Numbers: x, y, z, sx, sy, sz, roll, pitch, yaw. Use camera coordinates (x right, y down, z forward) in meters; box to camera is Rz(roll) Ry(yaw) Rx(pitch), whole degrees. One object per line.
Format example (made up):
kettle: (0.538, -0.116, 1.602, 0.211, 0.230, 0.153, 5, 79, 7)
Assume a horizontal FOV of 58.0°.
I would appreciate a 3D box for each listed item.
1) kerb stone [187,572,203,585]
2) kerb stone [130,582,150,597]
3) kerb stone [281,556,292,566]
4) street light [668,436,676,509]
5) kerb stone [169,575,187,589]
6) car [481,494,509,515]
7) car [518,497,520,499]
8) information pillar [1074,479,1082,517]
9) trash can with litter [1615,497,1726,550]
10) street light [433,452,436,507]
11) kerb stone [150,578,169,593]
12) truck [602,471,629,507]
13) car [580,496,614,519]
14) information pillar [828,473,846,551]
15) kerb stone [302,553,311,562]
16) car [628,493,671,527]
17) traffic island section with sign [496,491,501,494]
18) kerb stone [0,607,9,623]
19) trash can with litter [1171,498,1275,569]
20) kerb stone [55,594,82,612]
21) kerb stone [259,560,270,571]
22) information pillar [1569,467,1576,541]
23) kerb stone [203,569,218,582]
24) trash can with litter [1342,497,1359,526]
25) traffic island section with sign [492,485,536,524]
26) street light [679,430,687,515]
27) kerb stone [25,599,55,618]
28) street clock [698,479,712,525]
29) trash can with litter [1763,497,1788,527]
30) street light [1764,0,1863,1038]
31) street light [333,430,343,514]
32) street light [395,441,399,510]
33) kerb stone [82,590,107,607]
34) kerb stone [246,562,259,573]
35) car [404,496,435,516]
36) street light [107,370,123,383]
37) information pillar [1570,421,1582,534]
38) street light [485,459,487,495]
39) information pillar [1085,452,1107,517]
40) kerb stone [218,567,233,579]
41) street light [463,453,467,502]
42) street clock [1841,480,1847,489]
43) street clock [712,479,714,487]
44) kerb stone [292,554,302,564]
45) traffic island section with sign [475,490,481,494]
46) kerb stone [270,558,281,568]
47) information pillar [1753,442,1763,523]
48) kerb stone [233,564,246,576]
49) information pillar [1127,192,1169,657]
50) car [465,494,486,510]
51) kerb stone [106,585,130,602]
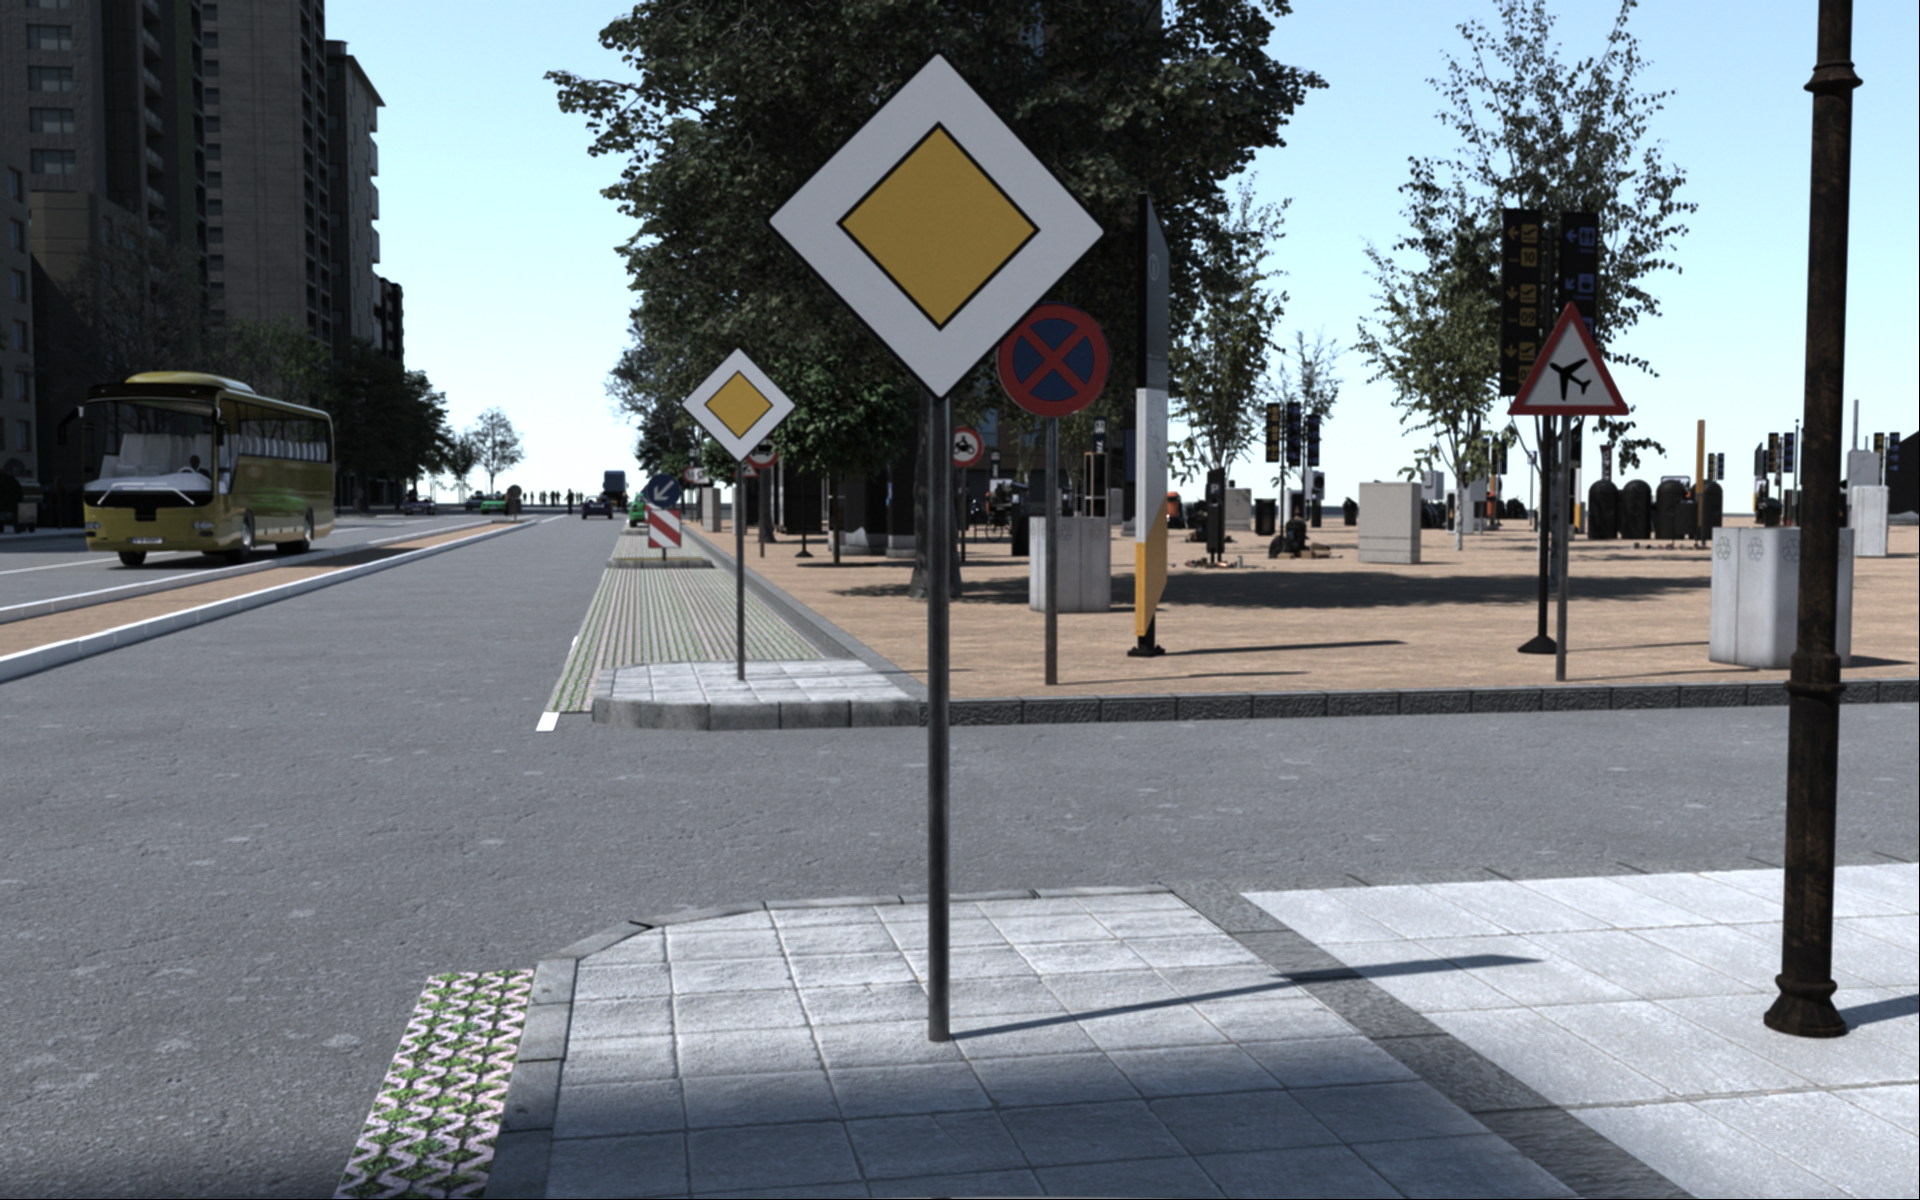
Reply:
kerb stone: (-12.170, -0.314, 27.326, 0.120, 0.150, 1.000, -1, 4, -10)
kerb stone: (-11.613, -0.129, 24.309, 0.120, 0.150, 1.000, -1, 4, -10)
kerb stone: (-13.487, -0.744, 34.398, 0.120, 0.150, 1.000, -1, 4, -10)
street light: (-22.025, -9.825, 133.419, 0.468, 5.910, 1.993, -1, 4, -10)
kerb stone: (-11.982, -0.252, 26.322, 0.120, 0.150, 1.000, -1, 4, -10)
car: (-32.324, -6.844, 120.699, 1.959, 1.807, 4.718, -1, 4, -10)
car: (-50.137, -11.266, 193.233, 2.155, 1.783, 4.494, -1, 4, -11)
information pillar: (5.601, -4.738, 81.964, 0.304, 2.012, 0.304, -1, 4, -14)
trash can with litter: (16.512, -1.795, 40.409, 2.233, 1.210, 1.678, 2, 4, 27)
street light: (-50.207, -11.785, 165.471, 0.468, 5.910, 1.993, -1, 4, -10)
kerb stone: (-11.800, -0.185, 25.315, 0.120, 0.150, 1.000, -1, 4, -10)
truck: (-38.517, -12.365, 191.918, 2.967, 4.110, 18.799, -1, 4, -9)
car: (-20.800, -5.305, 99.312, 1.945, 1.354, 3.894, -1, 4, -12)
information pillar: (-2.769, -2.110, 38.986, 0.304, 2.012, 0.304, -3, 5, -41)
kerb stone: (-13.857, -0.870, 36.423, 0.120, 0.150, 1.000, -1, 4, -10)
car: (-13.434, -4.066, 75.277, 1.959, 1.807, 4.718, -1, 4, -10)
traffic island section with sign: (-57.205, -12.608, 214.773, 1.989, 1.847, 2.006, -1, 4, -10)
kerb stone: (-10.680, 0.178, 19.278, 0.120, 0.150, 1.000, -1, 4, -10)
trash can with litter: (4.543, -1.197, 30.631, 1.678, 1.210, 2.233, 0, 4, -5)
kerb stone: (-11.048, 0.056, 21.294, 0.120, 0.150, 1.000, -1, 4, -10)
kerb stone: (-13.105, -0.621, 32.370, 0.120, 0.150, 1.000, -1, 4, -10)
information pillar: (16.471, -2.597, 46.949, 0.304, 2.012, 0.304, 0, 4, -7)
kerb stone: (-12.368, -0.376, 28.337, 0.120, 0.150, 1.000, -1, 4, -10)
trash can with litter: (16.015, -3.585, 69.995, 1.055, 1.170, 0.624, 0, 4, 3)
traffic island section with sign: (-21.697, -4.657, 84.278, 2.006, 1.907, 1.989, -1, 4, -10)
street light: (-16.892, -8.137, 105.827, 0.468, 5.910, 1.993, -1, 4, -10)
kerb stone: (-10.867, 0.119, 20.284, 0.120, 0.150, 1.000, -1, 4, -10)
street clock: (-10.819, -4.183, 72.963, 0.471, 2.002, 0.358, -1, 4, -14)
trash can with litter: (26.572, -2.742, 56.221, 0.624, 1.170, 1.055, -1, 4, -9)
street light: (2.033, -1.908, 3.989, 0.468, 5.910, 1.993, -1, 4, -10)
street light: (-40.288, -8.525, 112.177, 0.468, 5.910, 1.993, -1, 4, -10)
street light: (-45.407, -10.218, 139.859, 0.468, 5.910, 1.993, -1, 4, -10)
kerb stone: (-11.234, -0.004, 22.299, 0.120, 0.150, 1.000, -1, 4, -10)
kerb stone: (-12.920, -0.560, 31.359, 0.120, 0.150, 1.000, -1, 4, -10)
car: (-36.105, -6.311, 115.764, 1.945, 1.354, 3.894, -1, 4, -12)
street light: (-31.333, -5.603, 64.399, 0.468, 5.910, 1.993, -1, 4, -10)
information pillar: (19.585, -3.907, 55.227, 0.183, 3.616, 0.504, -3, 5, -45)
street light: (-60.354, -15.165, 220.737, 0.468, 5.910, 1.993, -1, 4, -10)
information pillar: (2.410, -1.606, 30.745, 0.304, 2.012, 0.304, -1, 4, -22)
kerb stone: (-12.546, -0.437, 29.343, 0.120, 0.150, 1.000, -1, 4, -10)
street light: (-55.191, -13.474, 193.090, 0.468, 5.910, 1.993, -1, 4, -10)
street clock: (44.920, -5.095, 87.873, 0.358, 2.002, 0.471, -3, 5, -43)
street clock: (-11.281, -4.488, 77.943, 0.471, 2.002, 0.358, 3, 5, 44)
kerb stone: (-13.670, -0.807, 35.407, 0.120, 0.150, 1.000, -1, 4, -10)
traffic island section with sign: (-52.158, -10.949, 187.637, 1.989, 1.847, 2.006, -1, 4, -10)
kerb stone: (-13.302, -0.684, 33.387, 0.120, 0.150, 1.000, -1, 4, -10)
information pillar: (35.788, -5.280, 77.676, 0.504, 3.616, 0.183, -2, 4, -35)
kerb stone: (-12.735, -0.499, 30.354, 0.120, 0.150, 1.000, -1, 4, -10)
information pillar: (1.521, -1.369, 13.744, 0.183, 3.616, 0.504, 2, 4, 28)
car: (-42.763, -8.659, 153.577, 2.014, 1.417, 4.499, -1, 4, -9)
kerb stone: (-11.418, -0.068, 23.304, 0.120, 0.150, 1.000, -1, 4, -10)
